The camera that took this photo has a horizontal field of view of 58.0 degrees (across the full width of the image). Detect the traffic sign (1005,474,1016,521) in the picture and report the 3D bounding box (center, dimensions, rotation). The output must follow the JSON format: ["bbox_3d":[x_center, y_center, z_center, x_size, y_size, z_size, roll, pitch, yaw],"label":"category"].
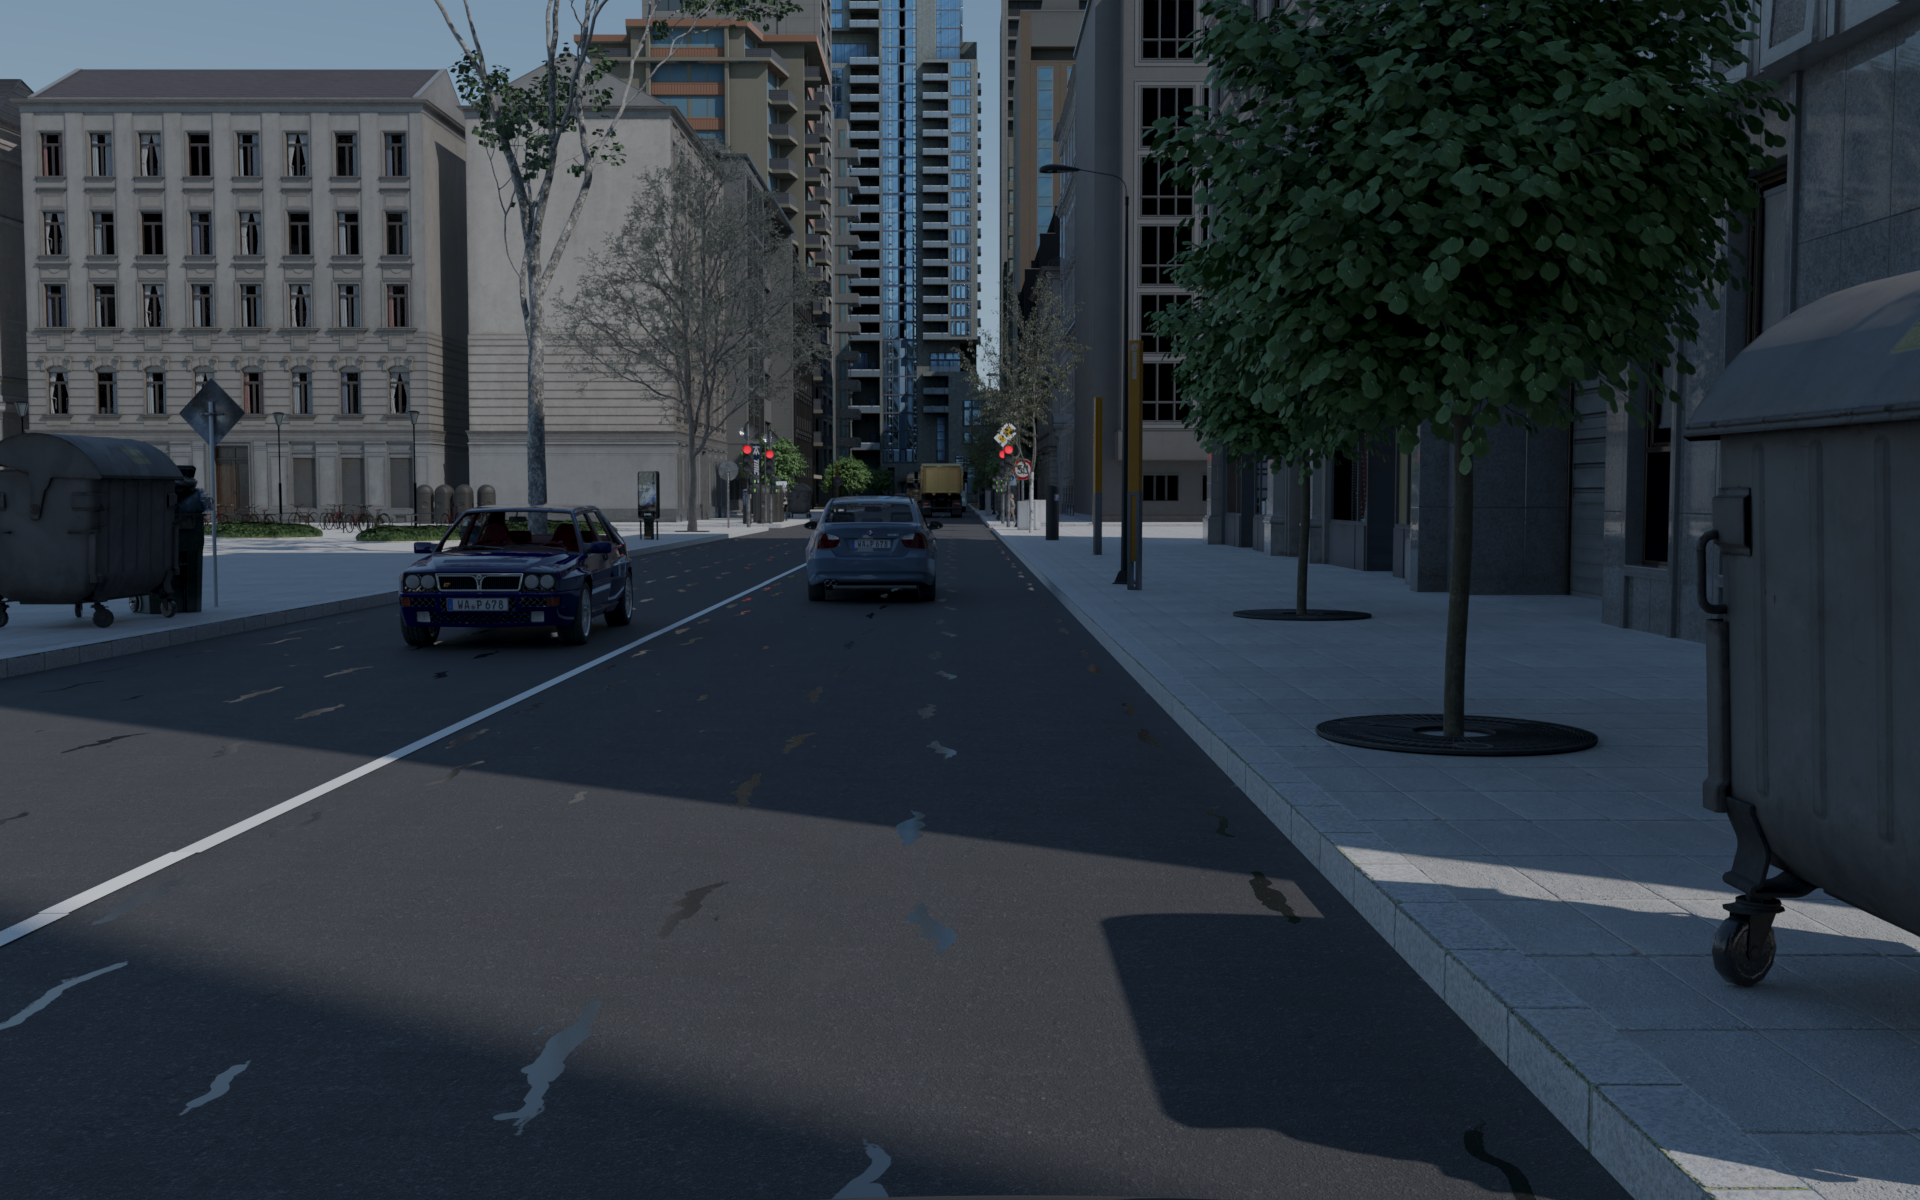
[{"bbox_3d":[2.412,-4.946,82.994,0.606,2.300,0.079,0,4,2],"label":"traffic sign"}]

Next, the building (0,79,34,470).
[{"bbox_3d":[-62.925,-14.136,82.040,40.483,20.767,10.553,0,3,0],"label":"building"}]

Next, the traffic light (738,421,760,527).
[{"bbox_3d":[-8.119,-4.749,66.560,0.839,4.253,0.868,0,3,0],"label":"traffic light"}]

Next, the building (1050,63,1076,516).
[{"bbox_3d":[12.732,-19.447,103.855,13.634,28.700,20.117,0,3,0],"label":"building"}]

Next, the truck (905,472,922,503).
[{"bbox_3d":[-5.558,-14.217,221.357,2.839,4.237,11.283,0,4,-1],"label":"truck"}]

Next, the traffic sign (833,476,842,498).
[{"bbox_3d":[-8.606,-7.404,121.153,0.768,2.556,0.104,1,4,9],"label":"traffic sign"}]

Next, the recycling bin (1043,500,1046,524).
[{"bbox_3d":[3.222,-3.757,73.979,0.722,1.027,0.722,-2,4,-31],"label":"recycling bin"}]

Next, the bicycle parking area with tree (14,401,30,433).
[{"bbox_3d":[-29.340,-3.909,50.908,9.016,4.147,8.231,2,4,26],"label":"bicycle parking area with tree"}]

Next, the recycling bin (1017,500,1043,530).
[{"bbox_3d":[2.461,-3.010,61.764,0.722,1.027,0.722,1,4,13],"label":"recycling bin"}]

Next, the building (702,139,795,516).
[{"bbox_3d":[-18.982,-17.823,110.473,14.314,24.678,30.058,0,3,0],"label":"building"}]

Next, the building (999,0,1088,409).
[{"bbox_3d":[16.000,-49.364,245.347,20.611,71.187,20.563,0,3,0],"label":"building"}]

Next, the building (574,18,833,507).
[{"bbox_3d":[-23.687,-31.127,163.545,22.147,44.769,28.867,0,3,0],"label":"building"}]

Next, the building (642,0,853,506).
[{"bbox_3d":[-22.190,-45.822,187.434,20.563,71.187,20.611,0,3,0],"label":"building"}]

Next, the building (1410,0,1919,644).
[{"bbox_3d":[11.994,-11.884,12.323,12.078,24.808,19.932,0,3,0],"label":"building"}]

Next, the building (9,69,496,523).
[{"bbox_3d":[-32.416,-14.181,81.006,18.267,20.994,9.793,0,3,0],"label":"building"}]

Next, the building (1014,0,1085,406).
[{"bbox_3d":[12.157,-31.122,158.962,14.600,45.320,14.200,0,3,0],"label":"building"}]

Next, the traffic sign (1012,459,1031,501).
[{"bbox_3d":[2.267,-3.817,62.511,0.768,2.556,0.104,0,4,6],"label":"traffic sign"}]

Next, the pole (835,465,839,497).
[{"bbox_3d":[-8.722,-7.890,122.842,0.158,3.312,0.155,0,3,0],"label":"pole"}]

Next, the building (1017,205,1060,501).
[{"bbox_3d":[11.102,-19.054,141.207,12.332,23.373,15.834,0,3,0],"label":"building"}]

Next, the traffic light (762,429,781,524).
[{"bbox_3d":[-8.133,-5.237,74.545,0.839,4.253,0.868,0,3,0],"label":"traffic light"}]

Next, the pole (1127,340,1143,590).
[{"bbox_3d":[2.336,-1.788,23.069,0.158,3.312,0.155,0,3,0],"label":"pole"}]

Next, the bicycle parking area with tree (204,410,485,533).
[{"bbox_3d":[-21.240,-4.483,60.303,8.231,4.147,9.016,2,4,25],"label":"bicycle parking area with tree"}]

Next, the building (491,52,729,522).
[{"bbox_3d":[-17.506,-14.515,86.470,9.793,20.994,18.267,0,3,0],"label":"building"}]

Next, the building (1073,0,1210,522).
[{"bbox_3d":[17.903,-17.725,83.311,24.014,27.812,14.314,0,3,0],"label":"building"}]

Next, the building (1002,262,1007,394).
[{"bbox_3d":[12.258,-27.160,215.760,14.160,30.474,14.107,0,3,0],"label":"building"}]

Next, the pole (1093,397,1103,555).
[{"bbox_3d":[2.904,-2.609,36.497,0.158,3.312,0.155,0,3,0],"label":"pole"}]

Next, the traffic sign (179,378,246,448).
[{"bbox_3d":[-8.508,-1.223,19.723,0.795,2.593,0.064,0,4,6],"label":"traffic sign"}]

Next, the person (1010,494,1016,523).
[{"bbox_3d":[2.260,-4.079,77.009,0.475,1.303,0.640,3,5,41],"label":"person"}]

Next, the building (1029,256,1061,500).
[{"bbox_3d":[10.569,-15.852,123.810,10.561,19.102,19.286,0,3,0],"label":"building"}]

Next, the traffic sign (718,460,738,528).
[{"bbox_3d":[-8.746,-3.991,65.351,0.768,2.556,0.104,1,4,8],"label":"traffic sign"}]

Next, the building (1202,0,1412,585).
[{"bbox_3d":[10.708,-11.739,42.835,10.553,20.767,40.483,0,3,0],"label":"building"}]

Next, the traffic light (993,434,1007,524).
[{"bbox_3d":[1.828,-5.239,74.578,0.839,4.253,0.868,0,3,0],"label":"traffic light"}]

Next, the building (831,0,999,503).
[{"bbox_3d":[-10.108,-57.066,245.699,31.000,86.520,22.319,0,3,0],"label":"building"}]

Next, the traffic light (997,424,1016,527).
[{"bbox_3d":[1.842,-4.751,66.593,0.839,4.253,0.868,0,3,0],"label":"traffic light"}]

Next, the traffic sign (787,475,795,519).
[{"bbox_3d":[-8.945,-5.486,89.809,0.768,2.556,0.104,0,4,3],"label":"traffic sign"}]

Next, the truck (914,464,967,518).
[{"bbox_3d":[-1.184,-6.918,109.037,3.469,3.379,9.791,0,4,-1],"label":"truck"}]

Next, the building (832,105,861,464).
[{"bbox_3d":[-27.552,-36.117,210.125,30.456,49.044,23.786,0,3,0],"label":"building"}]

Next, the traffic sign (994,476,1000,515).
[{"bbox_3d":[2.397,-6.392,104.612,0.768,2.556,0.104,0,4,3],"label":"traffic sign"}]

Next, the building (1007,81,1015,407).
[{"bbox_3d":[12.258,-29.947,173.221,14.154,41.232,14.086,0,3,0],"label":"building"}]

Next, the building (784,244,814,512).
[{"bbox_3d":[-18.102,-18.577,133.417,12.332,23.373,15.834,0,3,0],"label":"building"}]
